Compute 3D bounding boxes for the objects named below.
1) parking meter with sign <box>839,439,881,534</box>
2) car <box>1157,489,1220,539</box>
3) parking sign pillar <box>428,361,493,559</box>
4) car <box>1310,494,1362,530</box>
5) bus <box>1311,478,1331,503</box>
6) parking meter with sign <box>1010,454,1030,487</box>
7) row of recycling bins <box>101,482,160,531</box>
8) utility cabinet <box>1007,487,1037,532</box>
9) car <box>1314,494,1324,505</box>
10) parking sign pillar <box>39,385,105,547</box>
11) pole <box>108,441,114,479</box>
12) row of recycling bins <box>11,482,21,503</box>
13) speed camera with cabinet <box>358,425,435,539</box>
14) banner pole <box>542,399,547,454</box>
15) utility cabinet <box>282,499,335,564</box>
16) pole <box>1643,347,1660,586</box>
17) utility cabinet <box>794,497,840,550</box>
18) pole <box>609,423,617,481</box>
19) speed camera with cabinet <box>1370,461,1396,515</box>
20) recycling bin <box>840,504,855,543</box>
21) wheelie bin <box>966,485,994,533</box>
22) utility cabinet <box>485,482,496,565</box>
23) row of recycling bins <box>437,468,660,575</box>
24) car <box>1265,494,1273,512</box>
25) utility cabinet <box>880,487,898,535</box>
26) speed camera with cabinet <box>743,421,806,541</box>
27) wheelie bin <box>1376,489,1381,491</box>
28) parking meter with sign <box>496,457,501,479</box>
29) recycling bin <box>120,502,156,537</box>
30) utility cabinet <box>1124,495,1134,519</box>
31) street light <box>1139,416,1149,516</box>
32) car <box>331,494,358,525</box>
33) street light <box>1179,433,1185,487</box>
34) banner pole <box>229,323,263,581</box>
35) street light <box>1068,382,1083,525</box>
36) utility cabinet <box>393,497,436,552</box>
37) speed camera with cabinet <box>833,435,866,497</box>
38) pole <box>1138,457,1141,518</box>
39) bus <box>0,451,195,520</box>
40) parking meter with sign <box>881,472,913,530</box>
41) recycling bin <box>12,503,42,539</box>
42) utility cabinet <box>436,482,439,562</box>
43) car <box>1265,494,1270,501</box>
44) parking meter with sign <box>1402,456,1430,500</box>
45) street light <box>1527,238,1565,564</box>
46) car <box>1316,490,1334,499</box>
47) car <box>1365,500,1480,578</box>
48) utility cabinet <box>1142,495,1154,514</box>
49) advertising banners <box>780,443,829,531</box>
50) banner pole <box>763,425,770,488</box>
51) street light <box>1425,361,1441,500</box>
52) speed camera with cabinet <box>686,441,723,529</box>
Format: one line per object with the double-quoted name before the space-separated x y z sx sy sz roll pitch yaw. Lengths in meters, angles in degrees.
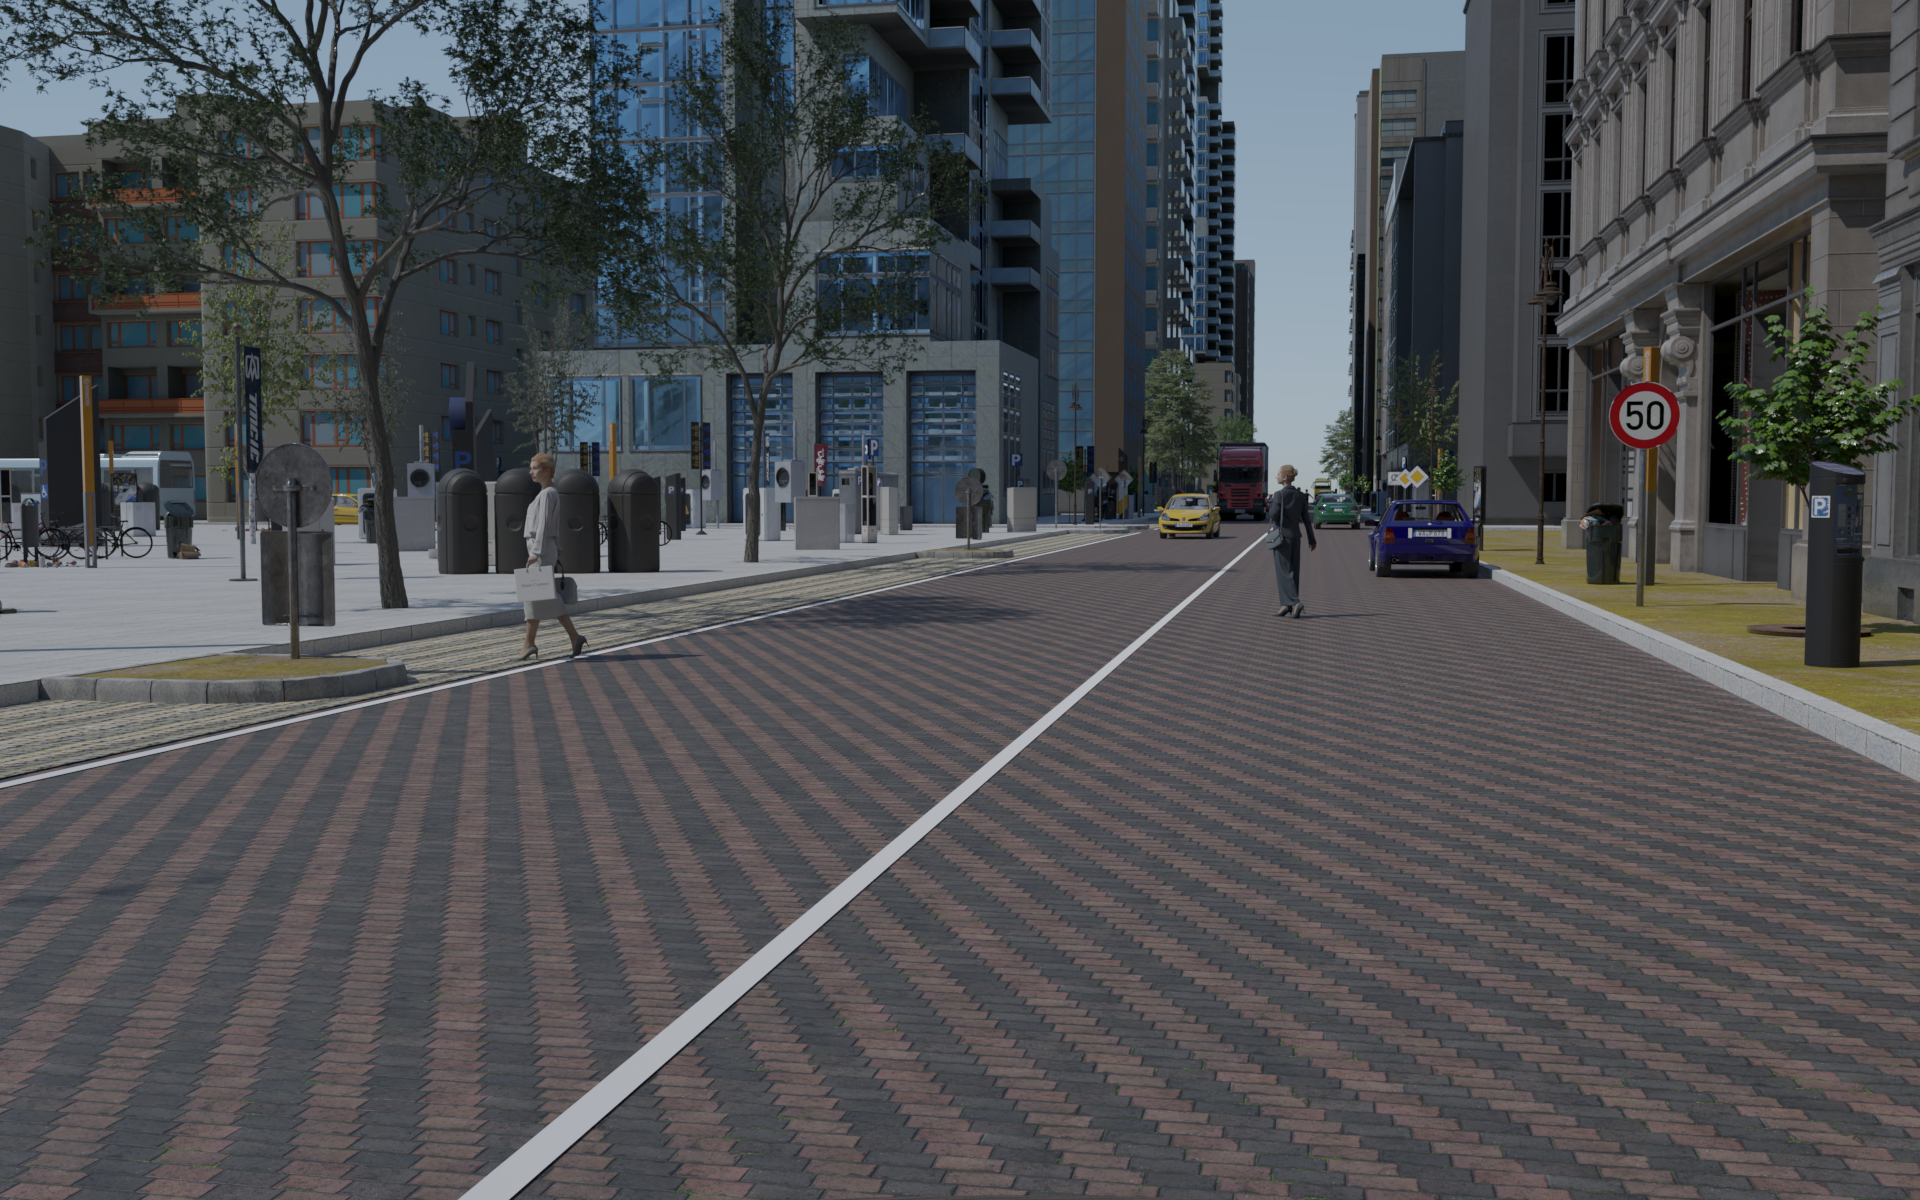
"parking meter with sign" -3.472 -3.605 55.202 1.738 3.016 0.543 2 4 29
"car" 7.519 -2.834 56.557 2.015 1.641 3.980 1 4 13
"parking sign pillar" -9.913 -2.823 34.636 1.447 3.967 1.447 -1 4 -13
"car" 15.558 -3.655 71.555 2.131 1.459 4.920 1 4 11
"bus" 55.790 -16.860 267.205 2.896 3.916 12.252 1 4 10
"parking meter with sign" 2.764 -4.837 75.343 0.543 3.016 1.738 2 4 24
"row of recycling bins" -29.415 -3.279 60.732 1.069 1.692 3.534 1 4 10
"utility cabinet" 2.057 -3.005 57.808 0.318 1.500 1.173 3 5 42
"car" 34.589 -9.307 164.171 2.014 1.417 4.499 1 4 11
"parking sign pillar" -21.808 -3.301 42.447 1.447 3.967 1.447 3 4 37
"pole" -32.554 -4.443 66.490 0.158 3.312 0.155 0 3 0
"row of recycling bins" -31.668 -2.939 55.170 3.534 1.692 1.069 0 4 1
"speed camera with cabinet" -16.077 -3.368 49.402 2.038 3.252 0.660 -1 4 -8
"banner pole" -10.942 -3.408 45.732 0.401 3.779 0.863 -1 4 -16
"utility cabinet" -11.737 -1.228 31.240 0.306 1.237 1.020 1 4 22
"pole" 9.612 -1.854 24.160 0.158 3.312 0.155 0 3 0
"utility cabinet" -3.292 -1.755 39.859 1.020 1.237 0.306 -1 4 -12
"pole" -9.963 -3.421 49.770 0.158 3.312 0.155 0 3 0
"speed camera with cabinet" 25.573 -6.751 104.720 0.660 3.252 2.038 -1 4 -16
"recycling bin" -3.223 -2.030 45.738 0.722 1.027 0.722 1 4 15
"wheelie bin" 0.673 -3.019 57.273 0.980 1.594 0.693 -1 4 -20
"utility cabinet" -8.721 -1.375 31.165 1.173 1.500 0.318 2 4 27
"row of recycling bins" -6.674 -1.288 28.172 3.534 1.692 1.069 -1 4 -11
"car" 25.743 -8.021 140.178 2.155 1.783 4.494 1 4 13
"utility cabinet" -2.220 -2.806 54.551 0.318 1.500 1.173 -1 4 -16
"speed camera with cabinet" -5.065 -3.228 47.108 2.038 3.252 0.660 3 5 44
"wheelie bin" 26.242 -6.150 108.461 0.693 1.594 0.980 3 4 36
"parking meter with sign" -20.942 -5.232 81.804 1.738 3.016 0.543 -2 4 -30
"recycling bin" -24.782 -2.427 52.235 0.722 1.027 0.722 2 4 34
"utility cabinet" 8.669 -4.786 89.409 0.306 1.237 1.020 -1 4 -12
"street light" 10.680 -7.824 100.707 0.468 5.910 1.993 1 4 11
"car" -25.796 -3.890 73.828 3.980 1.641 2.015 1 4 12
"street light" 16.694 -9.627 130.183 0.468 5.910 1.993 1 4 11
"banner pole" -10.559 -2.183 25.713 0.401 3.779 0.863 1 4 8
"street light" 4.775 -6.048 71.671 0.468 5.910 1.993 1 4 11
"utility cabinet" -12.320 -1.693 38.846 1.020 1.237 0.306 -2 4 -28
"speed camera with cabinet" -3.678 -3.918 58.401 0.660 3.252 2.038 -2 4 -25
"pole" 9.744 -6.129 94.060 0.158 3.312 0.155 0 3 0
"bus" -40.468 -4.983 76.329 13.247 3.499 2.948 1 4 11
"parking meter with sign" -2.521 -3.945 60.763 1.738 3.016 0.543 -2 4 -28
"recycling bin" -26.465 -2.250 49.341 0.722 1.027 0.722 0 4 2
"utility cabinet" -9.755 -1.480 32.884 0.318 1.500 1.173 -1 4 -15
"car" 28.210 -9.024 157.767 2.015 1.641 3.980 1 4 10
"parking meter with sign" 21.477 -5.156 80.563 1.738 3.016 0.543 0 4 -2
"street light" 10.607 -3.591 31.495 0.468 5.910 1.993 1 4 11
"car" 37.733 -10.366 178.150 2.281 1.827 5.304 1 4 13
"car" 8.268 -1.129 31.047 1.945 1.354 3.894 1 4 11
"utility cabinet" 12.442 -6.327 114.606 0.306 1.237 1.020 3 5 44
"advertising banners" -5.546 -3.899 59.937 2.074 3.025 0.090 0 4 8
"banner pole" -7.008 -4.445 62.693 0.401 3.779 0.863 -2 4 -24
"street light" 16.500 -5.367 60.533 0.468 5.910 1.993 1 4 11
"speed camera with cabinet" -9.692 -4.303 64.685 0.660 3.252 2.038 -3 5 -43
